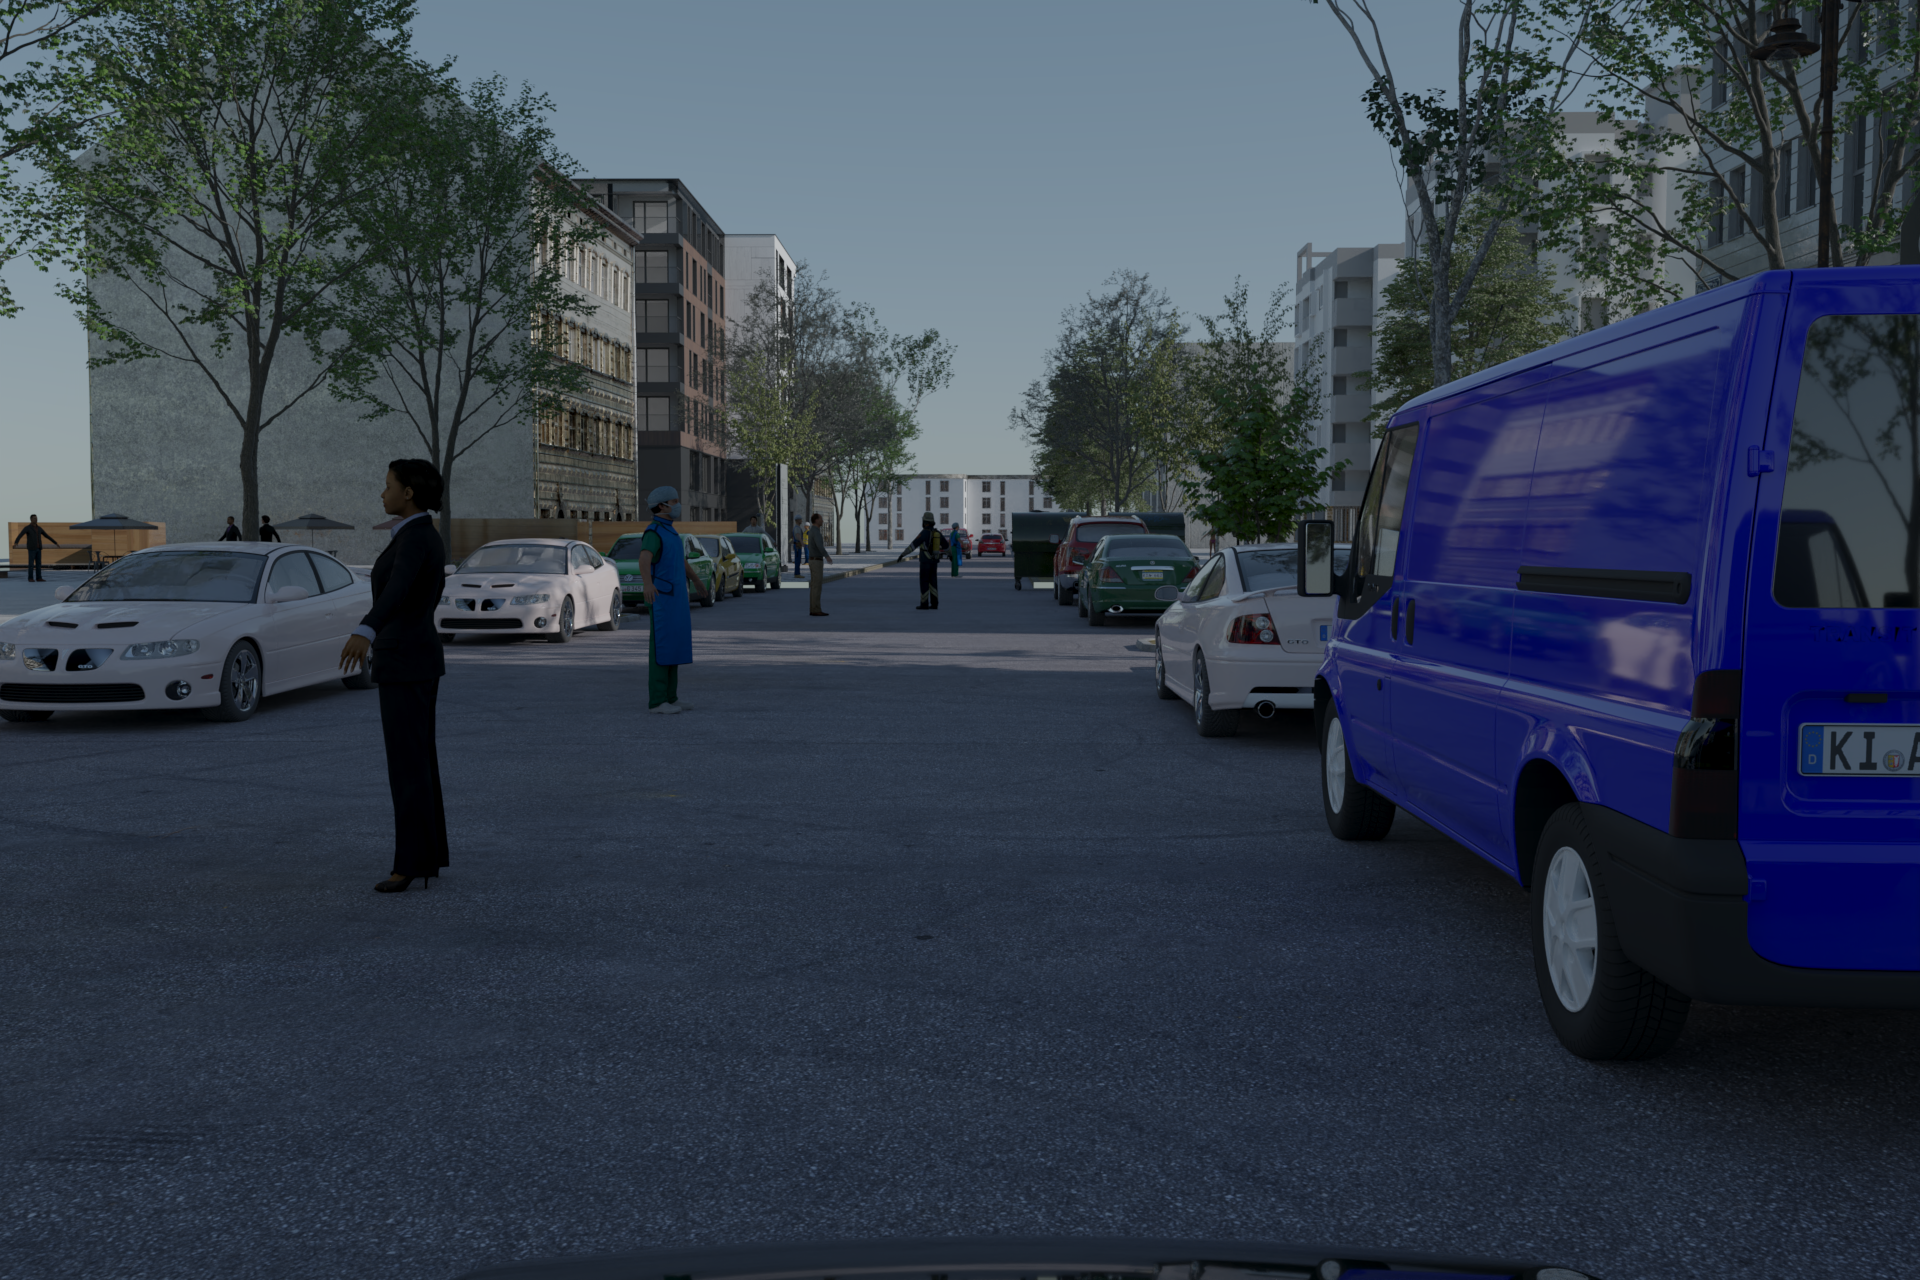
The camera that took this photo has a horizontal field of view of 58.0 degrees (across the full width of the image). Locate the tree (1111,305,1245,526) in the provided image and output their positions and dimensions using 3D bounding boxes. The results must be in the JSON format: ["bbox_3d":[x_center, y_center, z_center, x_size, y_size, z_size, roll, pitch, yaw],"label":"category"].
[{"bbox_3d":[6.783,-6.441,55.674,4.737,8.622,4.395,0,3,0],"label":"tree"}]

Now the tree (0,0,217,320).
[{"bbox_3d":[-11.796,-5.682,18.650,9.928,11.665,9.643,0,3,0],"label":"tree"}]

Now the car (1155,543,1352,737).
[{"bbox_3d":[2.624,-0.075,13.596,2.083,1.381,4.827,0,4,1],"label":"car"}]

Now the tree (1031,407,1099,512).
[{"bbox_3d":[9.214,-12.697,133.354,9.928,11.665,9.643,0,3,0],"label":"tree"}]

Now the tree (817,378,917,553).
[{"bbox_3d":[-6.802,-11.624,115.809,9.928,11.665,9.643,0,3,0],"label":"tree"}]

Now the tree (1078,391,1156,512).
[{"bbox_3d":[7.972,-8.498,89.304,4.360,8.622,3.978,0,3,0],"label":"tree"}]

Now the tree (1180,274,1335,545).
[{"bbox_3d":[8.534,-6.096,50.033,4.737,8.622,4.395,0,3,0],"label":"tree"}]

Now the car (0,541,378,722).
[{"bbox_3d":[-6.352,-0.144,14.720,2.083,1.381,4.827,0,4,1],"label":"car"}]

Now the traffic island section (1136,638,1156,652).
[{"bbox_3d":[3.231,0.072,21.684,1.991,0.108,1.994,0,4,1],"label":"traffic island section"}]

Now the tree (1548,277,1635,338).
[{"bbox_3d":[18.361,-6.017,48.735,4.737,8.622,4.395,0,3,0],"label":"tree"}]

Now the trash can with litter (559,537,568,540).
[{"bbox_3d":[-8.933,-1.758,39.798,1.678,1.210,2.233,0,4,2],"label":"trash can with litter"}]

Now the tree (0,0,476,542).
[{"bbox_3d":[-11.584,-6.270,28.271,9.928,11.665,9.643,0,3,0],"label":"tree"}]

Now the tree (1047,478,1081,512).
[{"bbox_3d":[9.191,-11.824,143.691,4.737,8.622,4.395,0,3,0],"label":"tree"}]

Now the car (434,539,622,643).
[{"bbox_3d":[-6.041,-0.732,24.335,2.083,1.381,4.827,0,4,2],"label":"car"}]

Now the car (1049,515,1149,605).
[{"bbox_3d":[3.019,-1.688,36.268,2.281,1.827,5.304,0,4,1],"label":"car"}]

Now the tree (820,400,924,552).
[{"bbox_3d":[-6.661,-12.327,127.298,9.928,11.665,9.643,0,3,0],"label":"tree"}]

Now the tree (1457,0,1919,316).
[{"bbox_3d":[9.257,-5.677,18.568,9.928,11.665,9.643,0,3,0],"label":"tree"}]

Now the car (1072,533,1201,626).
[{"bbox_3d":[2.931,-1.014,28.379,2.131,1.459,4.920,0,4,1],"label":"car"}]

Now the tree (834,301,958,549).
[{"bbox_3d":[-7.299,-17.591,143.496,12.611,20.169,13.585,0,3,0],"label":"tree"}]

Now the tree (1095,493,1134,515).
[{"bbox_3d":[22.732,-20.128,239.454,12.009,13.543,11.850,0,3,0],"label":"tree"}]

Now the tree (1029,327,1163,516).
[{"bbox_3d":[7.558,-10.847,95.474,7.486,12.596,7.792,0,3,0],"label":"tree"}]

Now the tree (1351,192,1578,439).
[{"bbox_3d":[17.001,-8.577,58.357,7.486,12.596,7.792,0,3,0],"label":"tree"}]

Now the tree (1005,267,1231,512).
[{"bbox_3d":[7.305,-10.310,78.940,12.009,13.543,11.850,0,3,0],"label":"tree"}]

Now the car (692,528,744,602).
[{"bbox_3d":[-5.838,-1.700,38.026,2.015,1.641,3.980,0,4,2],"label":"car"}]

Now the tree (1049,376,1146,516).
[{"bbox_3d":[9.354,-12.450,121.692,7.486,12.596,7.792,0,3,0],"label":"tree"}]

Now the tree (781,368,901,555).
[{"bbox_3d":[-7.326,-10.965,105.026,9.928,11.665,9.643,0,3,0],"label":"tree"}]

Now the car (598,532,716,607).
[{"bbox_3d":[-5.769,-1.463,32.709,1.959,1.807,4.718,0,4,2],"label":"car"}]

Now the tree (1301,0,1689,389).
[{"bbox_3d":[10.886,-10.852,33.322,12.611,20.169,13.585,0,3,0],"label":"tree"}]

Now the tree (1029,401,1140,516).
[{"bbox_3d":[7.799,-10.625,108.137,7.601,10.594,8.767,0,4,-2],"label":"tree"}]

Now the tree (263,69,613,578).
[{"bbox_3d":[-11.777,-6.944,39.283,9.928,11.665,9.643,0,3,0],"label":"tree"}]

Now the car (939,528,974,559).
[{"bbox_3d":[-0.339,-5.649,101.041,2.281,1.827,5.304,0,4,2],"label":"car"}]

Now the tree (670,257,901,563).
[{"bbox_3d":[-7.700,-10.213,77.352,12.009,13.543,11.850,0,3,0],"label":"tree"}]

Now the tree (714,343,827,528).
[{"bbox_3d":[-7.483,-7.185,67.841,4.737,8.622,4.395,0,3,0],"label":"tree"}]

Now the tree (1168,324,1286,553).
[{"bbox_3d":[9.433,-6.806,61.645,4.737,8.622,4.395,0,3,0],"label":"tree"}]

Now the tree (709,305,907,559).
[{"bbox_3d":[-7.957,-10.984,89.956,12.009,13.543,11.850,0,3,0],"label":"tree"}]

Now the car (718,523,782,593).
[{"bbox_3d":[-5.594,-2.136,43.713,1.959,1.807,4.718,0,4,1],"label":"car"}]
